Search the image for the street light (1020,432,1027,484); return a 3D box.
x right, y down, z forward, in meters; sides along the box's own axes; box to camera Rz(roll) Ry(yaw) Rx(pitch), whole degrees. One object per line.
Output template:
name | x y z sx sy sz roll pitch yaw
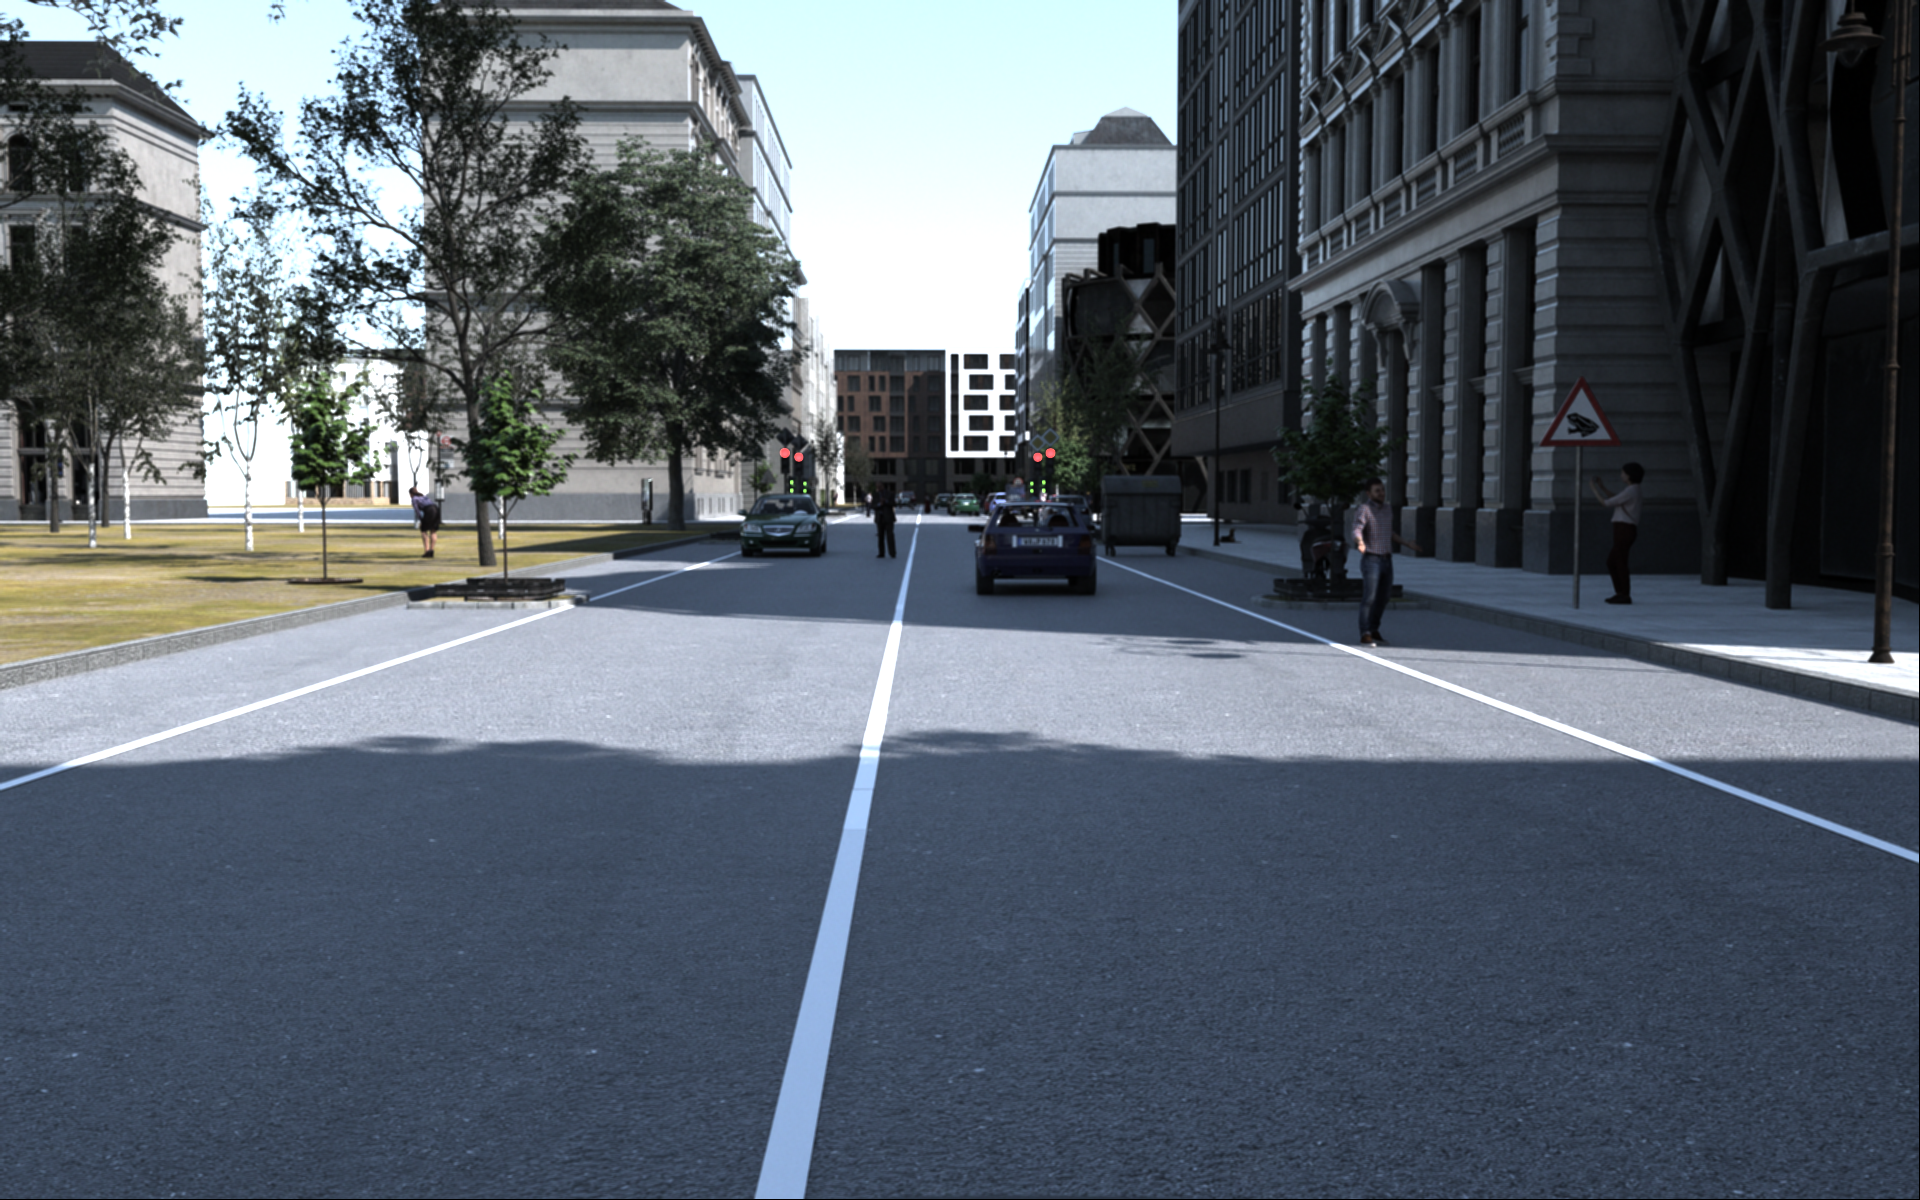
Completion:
street light | 4.630 -9.350 125.661 0.468 5.910 1.993 0 4 -1

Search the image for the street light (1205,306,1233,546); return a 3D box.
street light | 6.367 -4.282 42.794 0.468 5.910 1.993 0 4 -1

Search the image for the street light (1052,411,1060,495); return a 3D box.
street light | 5.287 -7.593 96.928 0.468 5.910 1.993 0 4 -1

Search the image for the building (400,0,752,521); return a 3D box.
building | -19.133 -18.684 92.873 14.401 28.519 23.554 0 4 -1

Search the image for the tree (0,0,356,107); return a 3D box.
tree | -7.880 -6.079 9.769 12.009 13.543 11.850 0 3 0

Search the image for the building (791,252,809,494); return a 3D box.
building | -18.754 -19.304 144.502 11.050 23.489 19.941 0 4 -1

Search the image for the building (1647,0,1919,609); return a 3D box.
building | 17.165 -9.208 18.000 16.820 18.784 16.811 0 4 -1

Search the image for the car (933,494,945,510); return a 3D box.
car | -1.474 -9.205 162.294 2.131 1.459 4.920 0 4 -2

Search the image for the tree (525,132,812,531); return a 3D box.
tree | -10.019 -9.387 60.129 9.857 13.997 8.962 0 3 0

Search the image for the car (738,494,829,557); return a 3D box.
car | -4.149 -1.796 41.163 2.131 1.459 4.920 0 4 -2

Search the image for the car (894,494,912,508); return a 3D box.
car | -6.141 -10.539 184.112 2.131 1.459 4.920 0 4 0

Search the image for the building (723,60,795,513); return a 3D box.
building | -18.127 -20.917 119.492 11.434 29.767 29.804 0 4 -1

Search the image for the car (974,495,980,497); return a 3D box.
car | 1.440 -9.971 175.608 1.945 1.354 3.894 0 4 1

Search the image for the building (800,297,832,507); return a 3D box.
building | -22.217 -18.633 171.103 16.747 18.905 31.486 0 4 -1

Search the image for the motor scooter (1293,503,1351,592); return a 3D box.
motor scooter | 5.164 -0.722 24.579 0.815 1.314 1.986 0 4 0

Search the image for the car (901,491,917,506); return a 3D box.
car | -6.262 -12.143 207.205 2.281 1.827 5.304 0 4 -1

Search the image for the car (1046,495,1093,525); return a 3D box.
car | 3.787 -3.071 62.216 2.014 1.417 4.499 0 3 0

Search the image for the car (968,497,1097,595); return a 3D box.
car | 1.093 -0.823 26.029 1.945 1.354 3.894 0 4 0

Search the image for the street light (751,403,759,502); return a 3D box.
street light | -9.466 -6.566 80.145 0.468 5.910 1.993 0 4 -1

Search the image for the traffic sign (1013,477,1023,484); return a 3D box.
traffic sign | 4.420 -8.022 131.270 0.768 2.556 0.104 0 4 8

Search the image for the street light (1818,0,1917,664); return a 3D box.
street light | 7.007 -2.459 12.996 0.468 5.910 1.993 0 4 -1

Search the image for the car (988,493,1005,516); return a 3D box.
car | 2.788 -6.229 111.435 1.945 1.707 3.694 0 4 -3

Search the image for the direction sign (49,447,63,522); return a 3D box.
direction sign | -41.078 -5.307 78.769 0.876 3.537 0.379 2 4 28

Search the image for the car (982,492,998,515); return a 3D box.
car | 2.587 -6.877 121.474 2.155 1.783 4.494 0 4 0

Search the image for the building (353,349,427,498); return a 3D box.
building | -69.236 -25.077 253.975 32.646 21.610 27.936 0 4 -1

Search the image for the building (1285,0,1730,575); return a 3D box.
building | 13.948 -12.676 36.135 11.050 23.489 19.941 0 4 -1

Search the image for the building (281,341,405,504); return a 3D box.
building | -77.930 -22.268 220.497 11.380 20.091 16.016 0 4 -1

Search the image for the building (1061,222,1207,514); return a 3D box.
building | 15.236 -15.304 117.679 16.820 18.784 16.811 0 4 -1

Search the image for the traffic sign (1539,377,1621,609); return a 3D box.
traffic sign | 6.884 -1.179 19.281 0.884 2.594 0.081 0 4 4

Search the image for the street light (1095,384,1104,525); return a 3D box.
street light | 5.725 -6.041 71.560 0.468 5.910 1.993 0 4 -1

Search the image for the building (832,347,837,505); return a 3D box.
building | -23.543 -20.554 202.509 16.747 18.905 31.486 0 4 -1

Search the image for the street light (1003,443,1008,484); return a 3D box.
street light | 4.088 -11.144 154.993 0.468 5.910 1.993 0 4 -1

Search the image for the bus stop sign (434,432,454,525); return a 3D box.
bus stop sign | -21.523 -5.112 72.290 0.855 3.939 0.416 0 4 7

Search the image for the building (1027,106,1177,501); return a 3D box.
building | 11.923 -22.205 140.545 11.434 29.767 29.804 0 4 -1

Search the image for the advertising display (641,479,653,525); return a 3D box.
advertising display | -13.109 -4.118 72.539 0.123 1.923 0.974 -2 4 -30

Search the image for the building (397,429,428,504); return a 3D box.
building | -57.201 -17.215 223.612 28.070 9.664 9.099 0 4 -1

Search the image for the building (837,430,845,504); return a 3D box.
building | -29.170 -17.346 225.758 28.070 9.664 9.099 0 4 -1

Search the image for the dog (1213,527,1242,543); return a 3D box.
dog | 7.046 -1.710 45.697 0.550 0.427 0.748 -2 4 -25

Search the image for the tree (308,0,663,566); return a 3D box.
tree | -8.739 -5.884 30.608 7.601 10.594 8.767 1 4 10

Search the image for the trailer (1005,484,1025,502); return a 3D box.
trailer | 3.131 -5.660 99.596 1.471 1.999 3.904 0 4 -2

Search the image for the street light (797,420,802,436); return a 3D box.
street light | -10.077 -8.324 108.887 0.468 5.910 1.993 0 4 -1

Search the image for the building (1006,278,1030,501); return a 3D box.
building | 19.807 -20.595 180.701 27.936 21.610 32.646 0 4 -1

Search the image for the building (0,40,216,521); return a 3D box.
building | -48.737 -15.698 85.543 19.941 23.489 11.050 0 4 -1

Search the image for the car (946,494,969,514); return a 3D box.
car | -0.046 -7.131 126.373 2.009 1.686 4.222 0 4 1

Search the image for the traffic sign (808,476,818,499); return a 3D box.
traffic sign | -10.352 -7.451 121.927 0.768 2.556 0.104 1 4 8

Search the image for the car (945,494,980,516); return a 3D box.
car | 0.314 -6.250 113.981 2.131 1.459 4.920 0 4 -2

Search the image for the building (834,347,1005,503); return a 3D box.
building | -4.428 -25.130 254.843 32.646 21.610 27.936 0 4 -1

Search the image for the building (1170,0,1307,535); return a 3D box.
building | 15.789 -16.178 58.012 14.314 27.812 24.014 0 4 -1

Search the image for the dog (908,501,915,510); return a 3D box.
dog | -4.249 -8.422 154.541 0.800 0.831 0.513 3 4 36

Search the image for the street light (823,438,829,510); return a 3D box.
street light | -10.722 -10.162 138.941 0.468 5.910 1.993 0 4 -1

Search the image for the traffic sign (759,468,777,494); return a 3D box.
traffic sign | -9.447 -5.217 85.301 0.884 2.594 0.081 0 4 1
